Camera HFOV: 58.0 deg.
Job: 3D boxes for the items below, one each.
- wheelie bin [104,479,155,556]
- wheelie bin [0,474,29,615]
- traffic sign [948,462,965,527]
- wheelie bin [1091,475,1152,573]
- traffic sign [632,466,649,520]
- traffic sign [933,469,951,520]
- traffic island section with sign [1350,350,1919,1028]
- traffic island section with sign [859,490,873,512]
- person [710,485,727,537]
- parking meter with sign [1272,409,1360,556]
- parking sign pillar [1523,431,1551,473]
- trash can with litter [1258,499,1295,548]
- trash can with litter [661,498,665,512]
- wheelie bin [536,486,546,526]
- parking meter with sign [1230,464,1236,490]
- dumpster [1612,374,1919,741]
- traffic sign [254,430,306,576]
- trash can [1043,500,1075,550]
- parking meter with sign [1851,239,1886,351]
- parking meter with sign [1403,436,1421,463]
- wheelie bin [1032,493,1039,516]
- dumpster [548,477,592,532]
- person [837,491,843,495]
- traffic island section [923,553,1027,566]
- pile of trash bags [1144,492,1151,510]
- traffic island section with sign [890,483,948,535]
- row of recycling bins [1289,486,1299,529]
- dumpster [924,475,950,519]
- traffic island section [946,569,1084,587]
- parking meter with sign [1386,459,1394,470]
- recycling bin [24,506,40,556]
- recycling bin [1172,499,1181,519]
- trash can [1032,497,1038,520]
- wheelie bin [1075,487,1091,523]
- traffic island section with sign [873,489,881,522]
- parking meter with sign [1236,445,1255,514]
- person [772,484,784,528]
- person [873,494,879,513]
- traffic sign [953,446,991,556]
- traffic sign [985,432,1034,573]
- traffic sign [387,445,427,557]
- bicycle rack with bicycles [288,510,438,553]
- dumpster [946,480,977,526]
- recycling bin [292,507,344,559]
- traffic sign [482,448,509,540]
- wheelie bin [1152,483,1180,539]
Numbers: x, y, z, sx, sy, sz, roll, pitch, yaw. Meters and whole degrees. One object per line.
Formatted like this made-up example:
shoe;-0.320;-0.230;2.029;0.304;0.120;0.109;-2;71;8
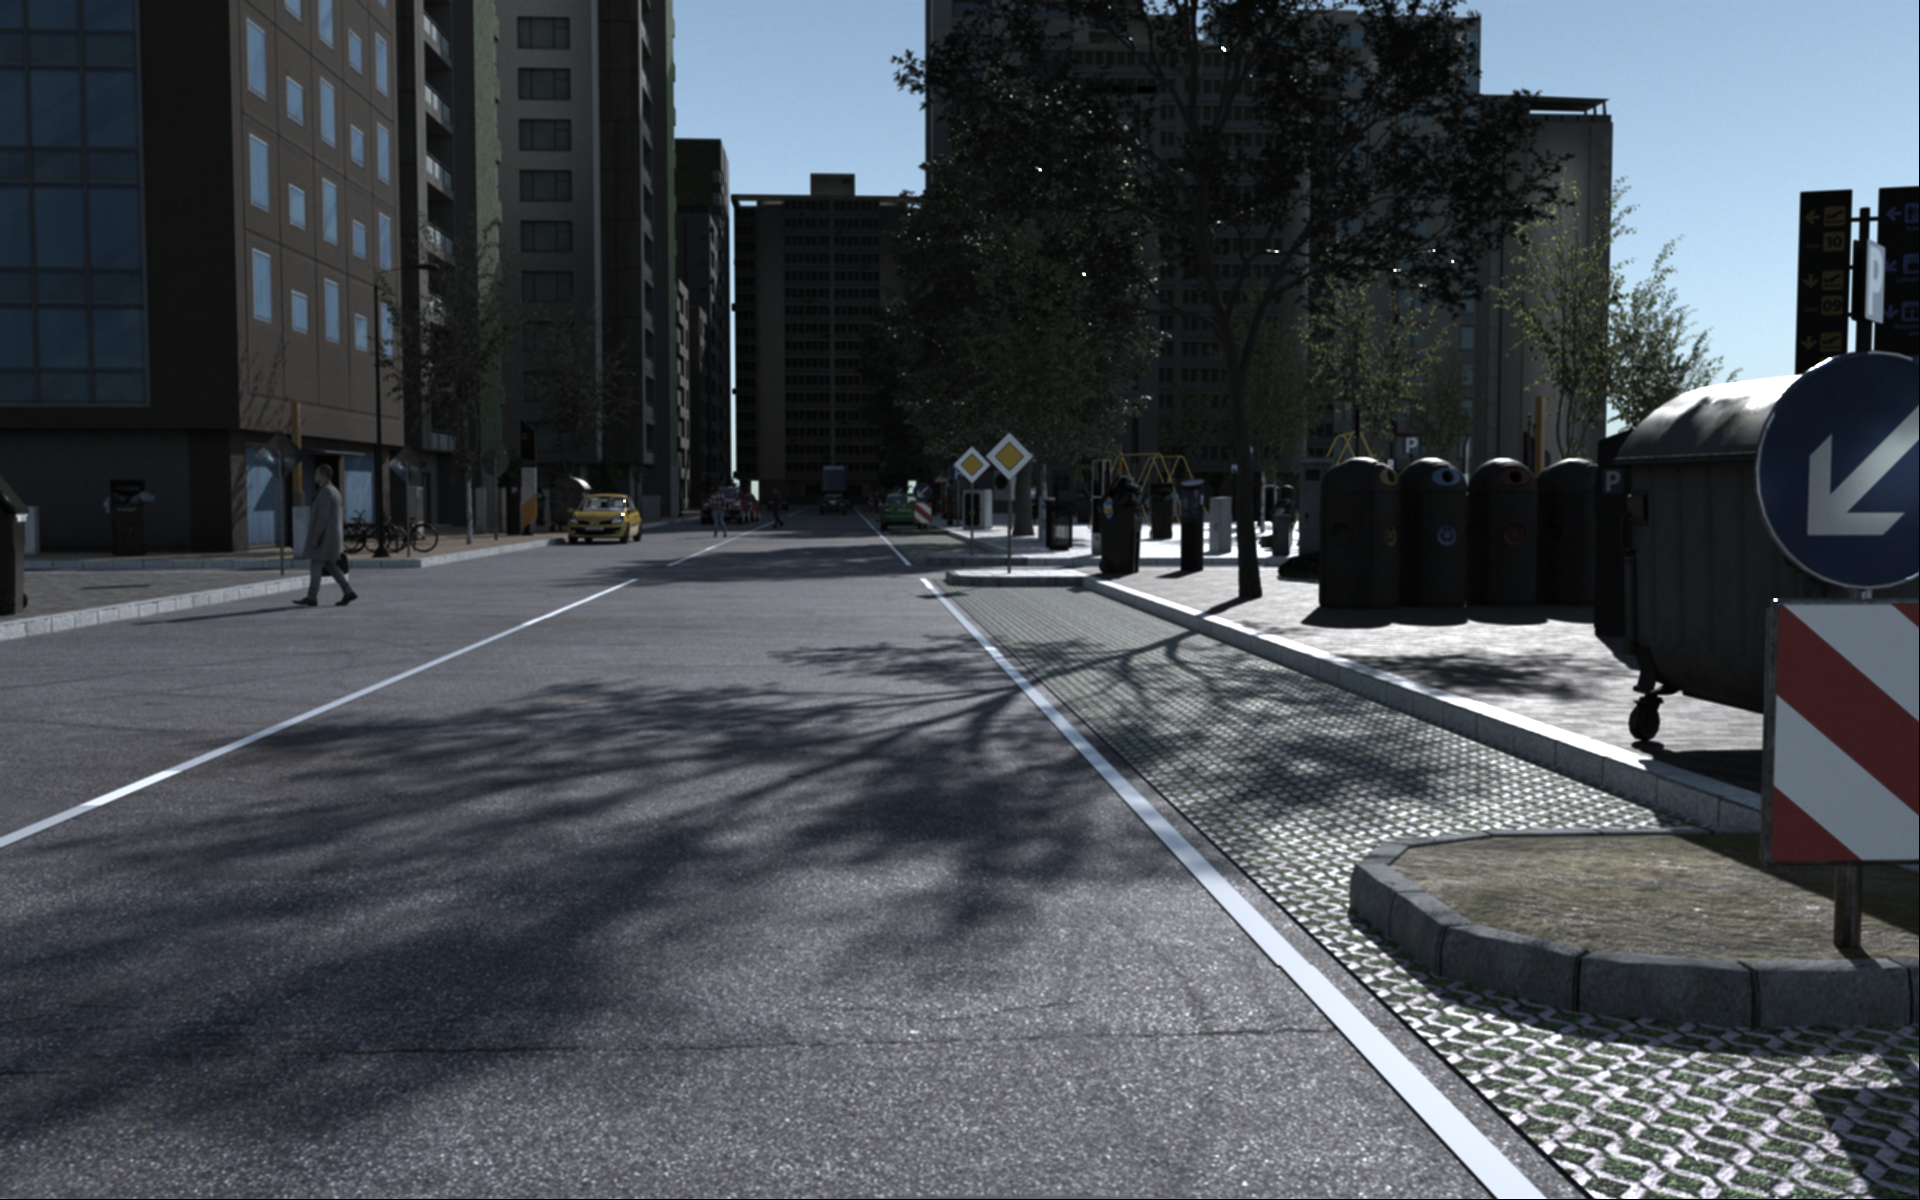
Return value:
wheelie bin;-17.338;-1.728;36.164;0.980;1.594;0.693;-2;4;-23
wheelie bin;-10.381;-0.647;18.489;0.693;1.594;0.980;-1;4;-17
traffic sign;-0.082;-4.146;67.895;0.768;2.556;0.104;0;4;5
wheelie bin;2.647;-1.247;28.294;0.693;1.594;0.980;1;4;19
traffic sign;-14.612;-4.843;79.282;0.768;2.556;0.104;0;4;-1
traffic sign;-0.899;-5.188;84.829;0.884;2.594;0.081;0;4;1
traffic island section with sign;2.369;0.186;5.580;1.989;1.847;2.006;0;4;-4
traffic island section with sign;-8.561;-9.540;164.607;1.989;1.847;2.006;0;4;-4
person;-8.076;-2.964;57.798;0.563;1.720;0.643;-2;4;-27
parking meter with sign;7.367;-2.422;35.861;1.738;3.016;0.543;1;4;14
parking sign pillar;24.876;-5.268;74.601;1.447;3.967;1.447;-2;4;-24
trash can with litter;7.525;-1.837;41.427;0.624;1.170;1.055;-2;4;-30
trash can with litter;-15.021;-4.547;85.732;0.624;1.170;1.055;0;4;2
wheelie bin;-17.276;-3.822;70.392;0.980;1.594;0.693;2;4;34
parking meter with sign;16.318;-6.383;100.623;0.543;3.016;1.738;-1;4;-19
dumpster;4.111;-0.155;8.288;1.264;1.857;1.865;0;4;-4
traffic sign;-10.674;-1.443;27.233;0.795;2.450;0.064;0;4;-4
trash can;2.268;-1.713;39.655;0.748;1.137;0.748;0;3;0
parking meter with sign;6.945;-0.937;11.578;1.738;3.016;0.543;3;5;40
parking meter with sign;14.128;-3.460;52.839;0.543;3.016;1.738;3;5;39
wheelie bin;4.278;-5.669;100.598;0.693;1.594;0.980;0;4;-4
dumpster;-13.339;-3.268;59.188;1.264;1.857;1.865;0;4;-4
person;-9.884;-8.209;143.527;0.445;1.727;0.742;1;4;17
traffic island section;0.270;-0.842;36.043;2.009;0.180;2.903;0;4;-4
pile of trash bags;10.602;-4.781;87.928;1.912;1.369;3.447;-3;4;-38
traffic island section with sign;-1.466;-3.216;61.204;1.989;1.847;2.006;0;4;-4
row of recycling bins;13.692;-3.356;61.978;3.534;1.692;1.069;-1;4;-21
dumpster;-1.262;-5.278;88.790;1.502;2.255;1.985;0;4;-4
traffic island section;0.818;-0.354;28.077;2.009;0.180;2.903;0;4;-4
parking meter with sign;20.855;-5.531;86.699;0.543;3.016;1.738;-3;4;-36
recycling bin;-19.498;-1.424;35.837;0.722;1.027;0.722;-1;4;-21
recycling bin;10.429;-4.375;84.091;0.722;1.027;0.722;0;4;-7
trash can;3.645;-4.634;87.422;0.748;1.137;0.748;0;3;0
wheelie bin;5.464;-4.198;76.549;0.693;1.594;0.980;1;4;11
traffic island section with sign;-3.305;-4.860;88.096;1.989;1.847;2.006;0;4;-4
parking meter with sign;10.323;-4.032;62.184;0.543;3.016;1.738;1;4;11
person;-7.705;-3.936;72.768;0.656;1.842;0.836;2;4;34
person;-6.279;-7.222;129.808;0.421;1.427;0.697;1;4;12
traffic sign;0.247;-1.977;35.964;0.795;2.450;0.064;0;4;-4
traffic sign;0.795;-1.490;27.998;0.795;2.450;0.064;0;4;-4
traffic sign;-11.221;-1.930;35.200;0.795;2.450;0.064;0;4;-4
bicycle rack with bicycles;-13.029;-1.525;38.311;2.925;0.926;2.852;0;4;-4
dumpster;0.098;-3.982;70.860;1.264;1.857;1.865;0;4;-4
recycling bin;-12.842;-1.352;34.651;0.722;1.027;0.722;1;4;11
traffic sign;-12.920;-2.939;48.158;0.768;2.556;0.104;0;4;1
wheelie bin;5.834;-2.566;49.869;0.980;1.594;0.693;0;4;3
